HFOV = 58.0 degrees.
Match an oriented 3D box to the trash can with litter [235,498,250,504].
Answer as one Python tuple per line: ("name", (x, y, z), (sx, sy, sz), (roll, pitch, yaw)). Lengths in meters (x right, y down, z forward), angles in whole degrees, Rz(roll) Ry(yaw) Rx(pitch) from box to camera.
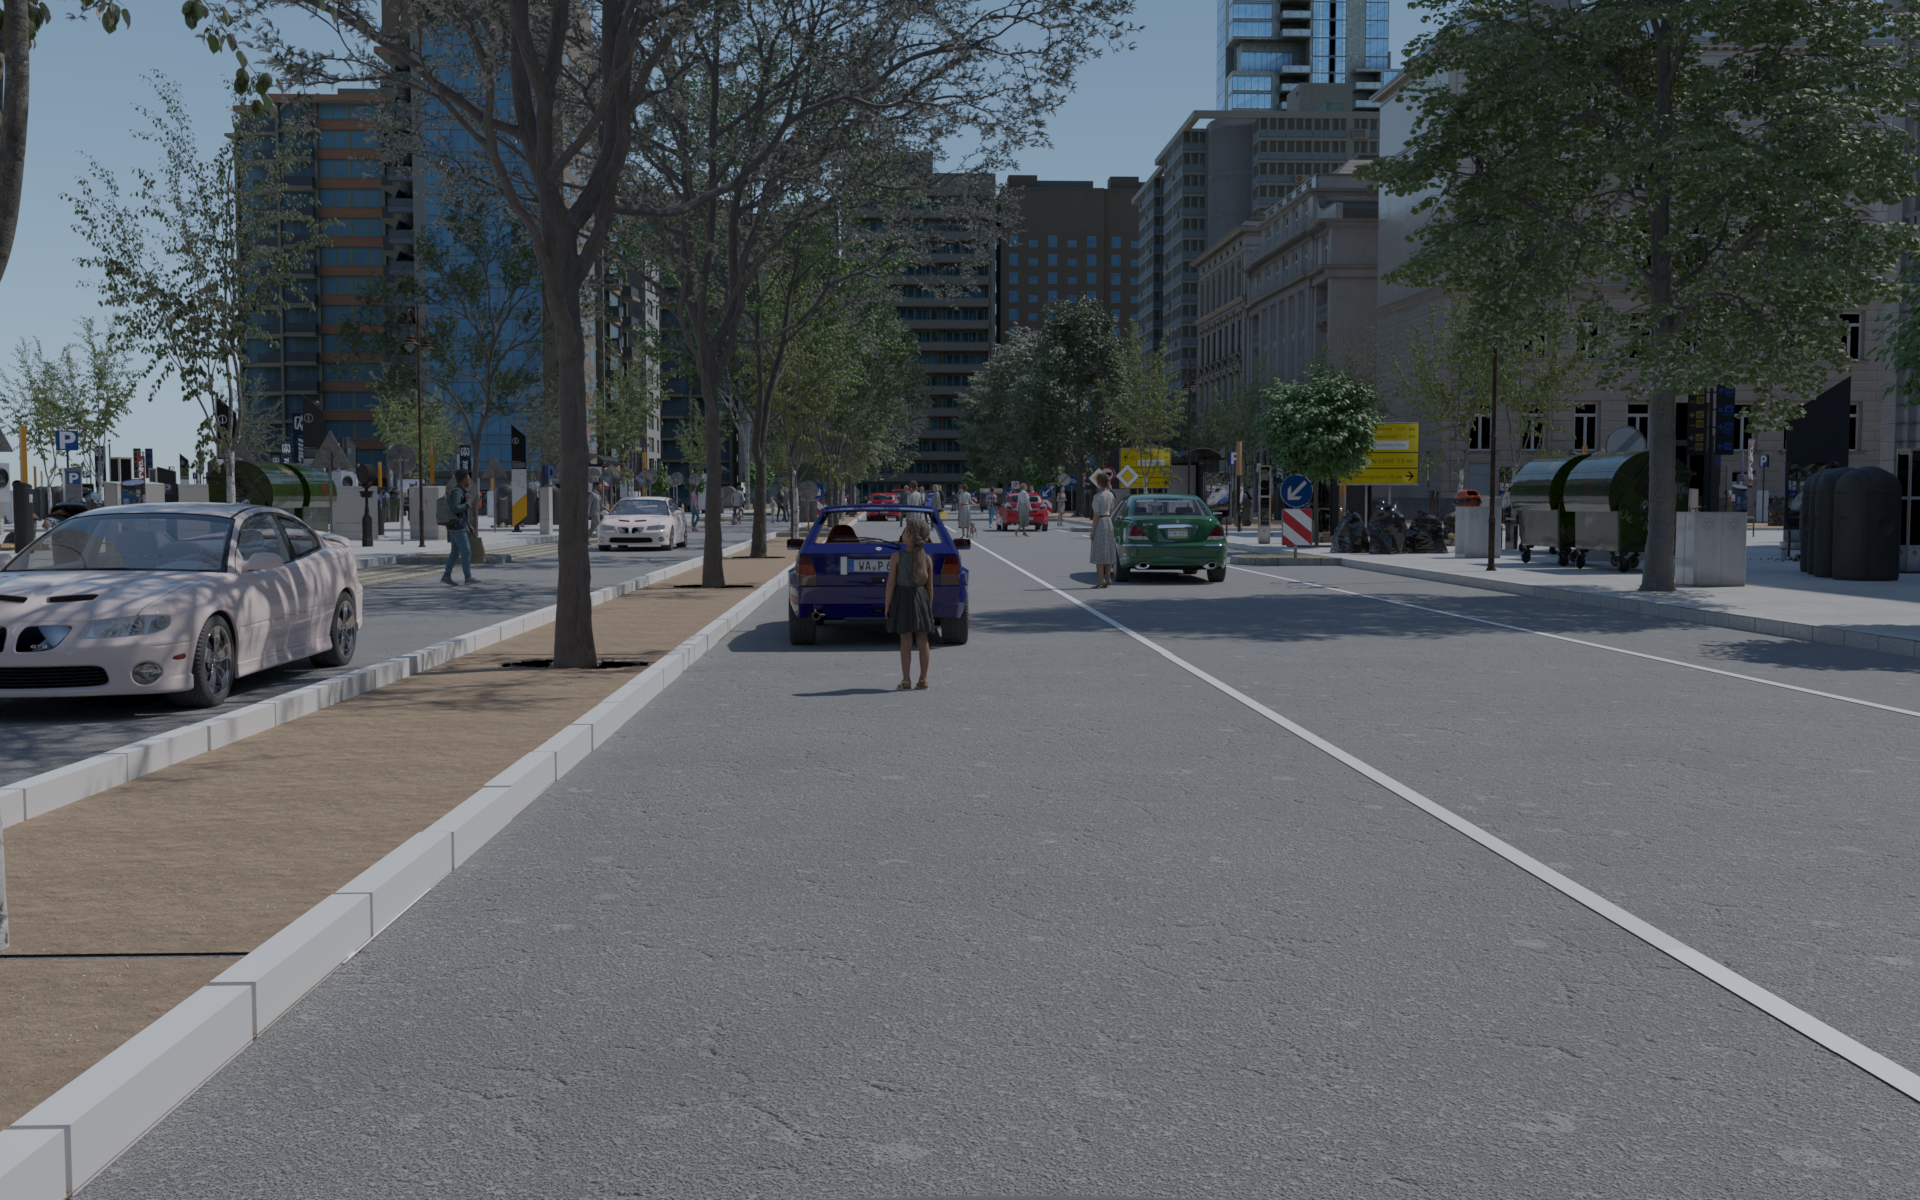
("trash can with litter", (-13.580, -1.374, 33.518), (1.678, 1.210, 2.233), (1, 4, 18))

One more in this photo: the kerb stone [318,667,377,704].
("kerb stone", (-4.320, 0.615, 12.146), (0.120, 0.150, 1.000), (0, 4, -2))

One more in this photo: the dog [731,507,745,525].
("dog", (-10.402, -3.864, 80.009), (0.800, 0.831, 0.513), (1, 4, 10))

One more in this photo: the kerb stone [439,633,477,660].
("kerb stone", (-4.448, 0.426, 15.224), (0.120, 0.150, 1.000), (0, 4, -2))

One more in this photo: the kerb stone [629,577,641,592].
("kerb stone", (-4.864, -0.194, 25.455), (0.120, 0.150, 1.000), (0, 4, -2))

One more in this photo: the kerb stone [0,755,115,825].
("kerb stone", (-4.157, 0.867, 8.057), (0.120, 0.150, 1.000), (0, 4, -2))

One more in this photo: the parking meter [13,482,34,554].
("parking meter", (-20.232, -1.774, 37.414), (0.372, 1.533, 0.369), (0, 3, 0))

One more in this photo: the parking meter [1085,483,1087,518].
("parking meter", (6.822, -5.300, 92.366), (0.255, 1.863, 0.399), (-1, 4, -13))

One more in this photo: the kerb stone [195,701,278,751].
("kerb stone", (-4.233, 0.741, 10.099), (0.120, 0.150, 1.000), (0, 4, -2))

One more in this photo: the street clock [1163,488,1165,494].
("street clock", (10.296, -5.024, 86.719), (0.358, 2.002, 0.471), (1, 4, 16))

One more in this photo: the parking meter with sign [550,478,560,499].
("parking meter with sign", (-19.584, -5.382, 84.263), (1.738, 3.016, 0.543), (-2, 4, -30))

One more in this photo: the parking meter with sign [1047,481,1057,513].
("parking meter with sign", (6.147, -7.406, 117.343), (0.543, 3.016, 1.738), (-1, 4, -13))

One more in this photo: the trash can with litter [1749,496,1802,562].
("trash can with litter", (16.058, -1.338, 32.927), (1.678, 1.210, 2.233), (1, 4, 16))

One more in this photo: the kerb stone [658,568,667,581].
("kerb stone", (-4.992, -0.387, 28.522), (0.120, 0.150, 1.000), (0, 4, -2))

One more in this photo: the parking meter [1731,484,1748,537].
("parking meter", (19.877, -2.188, 44.181), (0.372, 1.533, 0.369), (0, 3, 0))

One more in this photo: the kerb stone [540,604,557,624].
("kerb stone", (-4.608, 0.176, 19.320), (0.120, 0.150, 1.000), (0, 4, -2))

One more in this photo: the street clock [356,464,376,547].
("street clock", (-14.414, -2.294, 42.081), (0.471, 2.002, 0.358), (2, 4, 34))

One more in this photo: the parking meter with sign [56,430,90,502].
("parking meter with sign", (-23.996, -3.090, 46.779), (0.543, 3.016, 1.738), (-2, 4, -32))

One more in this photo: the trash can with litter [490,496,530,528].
("trash can with litter", (-17.175, -3.383, 66.367), (1.678, 1.210, 2.233), (2, 4, 26))

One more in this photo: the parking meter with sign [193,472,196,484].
("parking meter with sign", (-60.433, -8.712, 138.701), (1.738, 3.016, 0.543), (0, 4, -2))

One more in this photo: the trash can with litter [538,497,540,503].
("trash can with litter", (-32.048, -7.231, 129.620), (0.624, 1.170, 1.055), (3, 5, 40))

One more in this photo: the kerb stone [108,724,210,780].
("kerb stone", (-4.203, 0.802, 9.077), (0.120, 0.150, 1.000), (0, 4, -2))

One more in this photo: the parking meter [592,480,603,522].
("parking meter", (-14.730, -3.959, 70.434), (0.399, 1.863, 0.255), (1, 4, 10))

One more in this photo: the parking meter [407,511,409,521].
("parking meter", (-26.268, -4.714, 82.787), (0.255, 1.863, 0.399), (-2, 4, -26))

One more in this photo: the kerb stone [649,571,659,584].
("kerb stone", (-4.946, -0.324, 27.501), (0.120, 0.150, 1.000), (0, 4, -2))

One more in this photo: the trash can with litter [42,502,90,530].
("trash can with litter", (-12.721, -0.814, 24.701), (0.624, 1.170, 1.055), (-2, 4, -26))

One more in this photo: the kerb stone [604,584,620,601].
("kerb stone", (-4.772, -0.074, 23.406), (0.120, 0.150, 1.000), (0, 4, -2))

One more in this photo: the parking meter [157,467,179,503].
("parking meter", (-16.883, -1.910, 36.947), (0.399, 1.863, 0.255), (-1, 4, -19))

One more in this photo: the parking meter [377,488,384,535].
("parking meter", (-18.123, -2.782, 53.904), (0.372, 1.533, 0.369), (0, 3, 0))

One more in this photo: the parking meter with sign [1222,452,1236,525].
("parking meter with sign", (10.987, -4.626, 71.894), (0.543, 3.016, 1.738), (-1, 4, -20))

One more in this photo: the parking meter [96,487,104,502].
("parking meter", (-45.552, -5.259, 91.702), (0.255, 1.863, 0.399), (-1, 4, -17))

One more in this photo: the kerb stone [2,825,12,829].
("kerb stone", (-4.113, 0.928, 7.032), (0.120, 0.150, 1.000), (0, 4, -2))

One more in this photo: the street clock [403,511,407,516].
("street clock", (-32.475, -5.911, 101.209), (0.358, 2.002, 0.471), (-3, 5, -41))

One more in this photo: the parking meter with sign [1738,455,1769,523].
("parking meter with sign", (34.771, -4.908, 76.512), (1.738, 3.016, 0.543), (-1, 4, -12))

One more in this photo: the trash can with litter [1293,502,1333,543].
("trash can with litter", (9.306, -2.090, 45.566), (1.055, 1.170, 0.624), (-1, 4, -21))

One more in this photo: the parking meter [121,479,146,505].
("parking meter", (-13.673, -1.239, 28.677), (0.372, 1.533, 0.369), (0, 3, 0))

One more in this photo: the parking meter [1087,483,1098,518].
("parking meter", (6.822, -5.052, 88.310), (0.399, 1.863, 0.255), (0, 4, 7))

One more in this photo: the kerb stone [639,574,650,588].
("kerb stone", (-4.906, -0.262, 26.480), (0.120, 0.150, 1.000), (0, 4, -2))

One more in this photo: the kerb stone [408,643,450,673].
("kerb stone", (-4.395, 0.491, 14.200), (0.120, 0.150, 1.000), (0, 4, -2))

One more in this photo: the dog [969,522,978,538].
("dog", (0.441, -2.314, 57.120), (0.406, 0.507, 0.540), (-2, 4, -25))

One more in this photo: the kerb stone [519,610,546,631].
("kerb stone", (-4.565, 0.238, 18.299), (0.120, 0.150, 1.000), (0, 4, -2))

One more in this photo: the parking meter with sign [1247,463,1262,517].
("parking meter with sign", (16.160, -6.211, 97.813), (0.543, 3.016, 1.738), (-3, 5, -41))

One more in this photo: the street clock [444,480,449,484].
("street clock", (-26.859, -5.264, 90.644), (0.358, 2.002, 0.471), (-1, 4, -19))

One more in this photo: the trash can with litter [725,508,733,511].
("trash can with litter", (-18.487, -7.530, 134.180), (2.233, 1.210, 1.678), (0, 4, -3))

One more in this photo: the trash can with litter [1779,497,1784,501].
("trash can with litter", (64.828, -7.602, 135.676), (1.055, 1.170, 0.624), (2, 4, 23))

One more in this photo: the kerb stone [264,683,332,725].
("kerb stone", (-4.277, 0.677, 11.125), (0.120, 0.150, 1.000), (0, 4, -2))

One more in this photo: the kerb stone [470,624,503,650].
("kerb stone", (-4.488, 0.365, 16.248), (0.120, 0.150, 1.000), (0, 4, -2))

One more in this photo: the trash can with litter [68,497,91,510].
("trash can with litter", (-22.059, -2.024, 44.144), (2.233, 1.210, 1.678), (0, 4, -7))

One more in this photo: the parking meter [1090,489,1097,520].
("parking meter", (6.598, -4.723, 85.633), (0.372, 1.533, 0.369), (0, 3, 0))

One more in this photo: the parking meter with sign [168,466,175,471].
("parking meter with sign", (-50.307, -6.887, 108.864), (1.738, 3.016, 0.543), (0, 4, 6))

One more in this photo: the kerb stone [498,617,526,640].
("kerb stone", (-4.524, 0.301, 17.277), (0.120, 0.150, 1.000), (0, 4, -2))

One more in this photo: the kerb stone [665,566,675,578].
("kerb stone", (-5.022, -0.449, 29.544), (0.120, 0.150, 1.000), (0, 4, -2))

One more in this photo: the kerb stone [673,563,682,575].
("kerb stone", (-5.066, -0.512, 30.565), (0.120, 0.150, 1.000), (0, 4, -2))

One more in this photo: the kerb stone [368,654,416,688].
("kerb stone", (-4.353, 0.552, 13.174), (0.120, 0.150, 1.000), (0, 4, -2))

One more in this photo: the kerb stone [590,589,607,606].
("kerb stone", (-4.735, -0.012, 22.385), (0.120, 0.150, 1.000), (0, 4, -2))

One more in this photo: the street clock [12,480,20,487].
("street clock", (-48.386, -5.161, 88.949), (0.471, 2.002, 0.358), (-3, 5, -40))

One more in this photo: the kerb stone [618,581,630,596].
("kerb stone", (-4.824, -0.134, 24.430), (0.120, 0.150, 1.000), (0, 4, -2))
